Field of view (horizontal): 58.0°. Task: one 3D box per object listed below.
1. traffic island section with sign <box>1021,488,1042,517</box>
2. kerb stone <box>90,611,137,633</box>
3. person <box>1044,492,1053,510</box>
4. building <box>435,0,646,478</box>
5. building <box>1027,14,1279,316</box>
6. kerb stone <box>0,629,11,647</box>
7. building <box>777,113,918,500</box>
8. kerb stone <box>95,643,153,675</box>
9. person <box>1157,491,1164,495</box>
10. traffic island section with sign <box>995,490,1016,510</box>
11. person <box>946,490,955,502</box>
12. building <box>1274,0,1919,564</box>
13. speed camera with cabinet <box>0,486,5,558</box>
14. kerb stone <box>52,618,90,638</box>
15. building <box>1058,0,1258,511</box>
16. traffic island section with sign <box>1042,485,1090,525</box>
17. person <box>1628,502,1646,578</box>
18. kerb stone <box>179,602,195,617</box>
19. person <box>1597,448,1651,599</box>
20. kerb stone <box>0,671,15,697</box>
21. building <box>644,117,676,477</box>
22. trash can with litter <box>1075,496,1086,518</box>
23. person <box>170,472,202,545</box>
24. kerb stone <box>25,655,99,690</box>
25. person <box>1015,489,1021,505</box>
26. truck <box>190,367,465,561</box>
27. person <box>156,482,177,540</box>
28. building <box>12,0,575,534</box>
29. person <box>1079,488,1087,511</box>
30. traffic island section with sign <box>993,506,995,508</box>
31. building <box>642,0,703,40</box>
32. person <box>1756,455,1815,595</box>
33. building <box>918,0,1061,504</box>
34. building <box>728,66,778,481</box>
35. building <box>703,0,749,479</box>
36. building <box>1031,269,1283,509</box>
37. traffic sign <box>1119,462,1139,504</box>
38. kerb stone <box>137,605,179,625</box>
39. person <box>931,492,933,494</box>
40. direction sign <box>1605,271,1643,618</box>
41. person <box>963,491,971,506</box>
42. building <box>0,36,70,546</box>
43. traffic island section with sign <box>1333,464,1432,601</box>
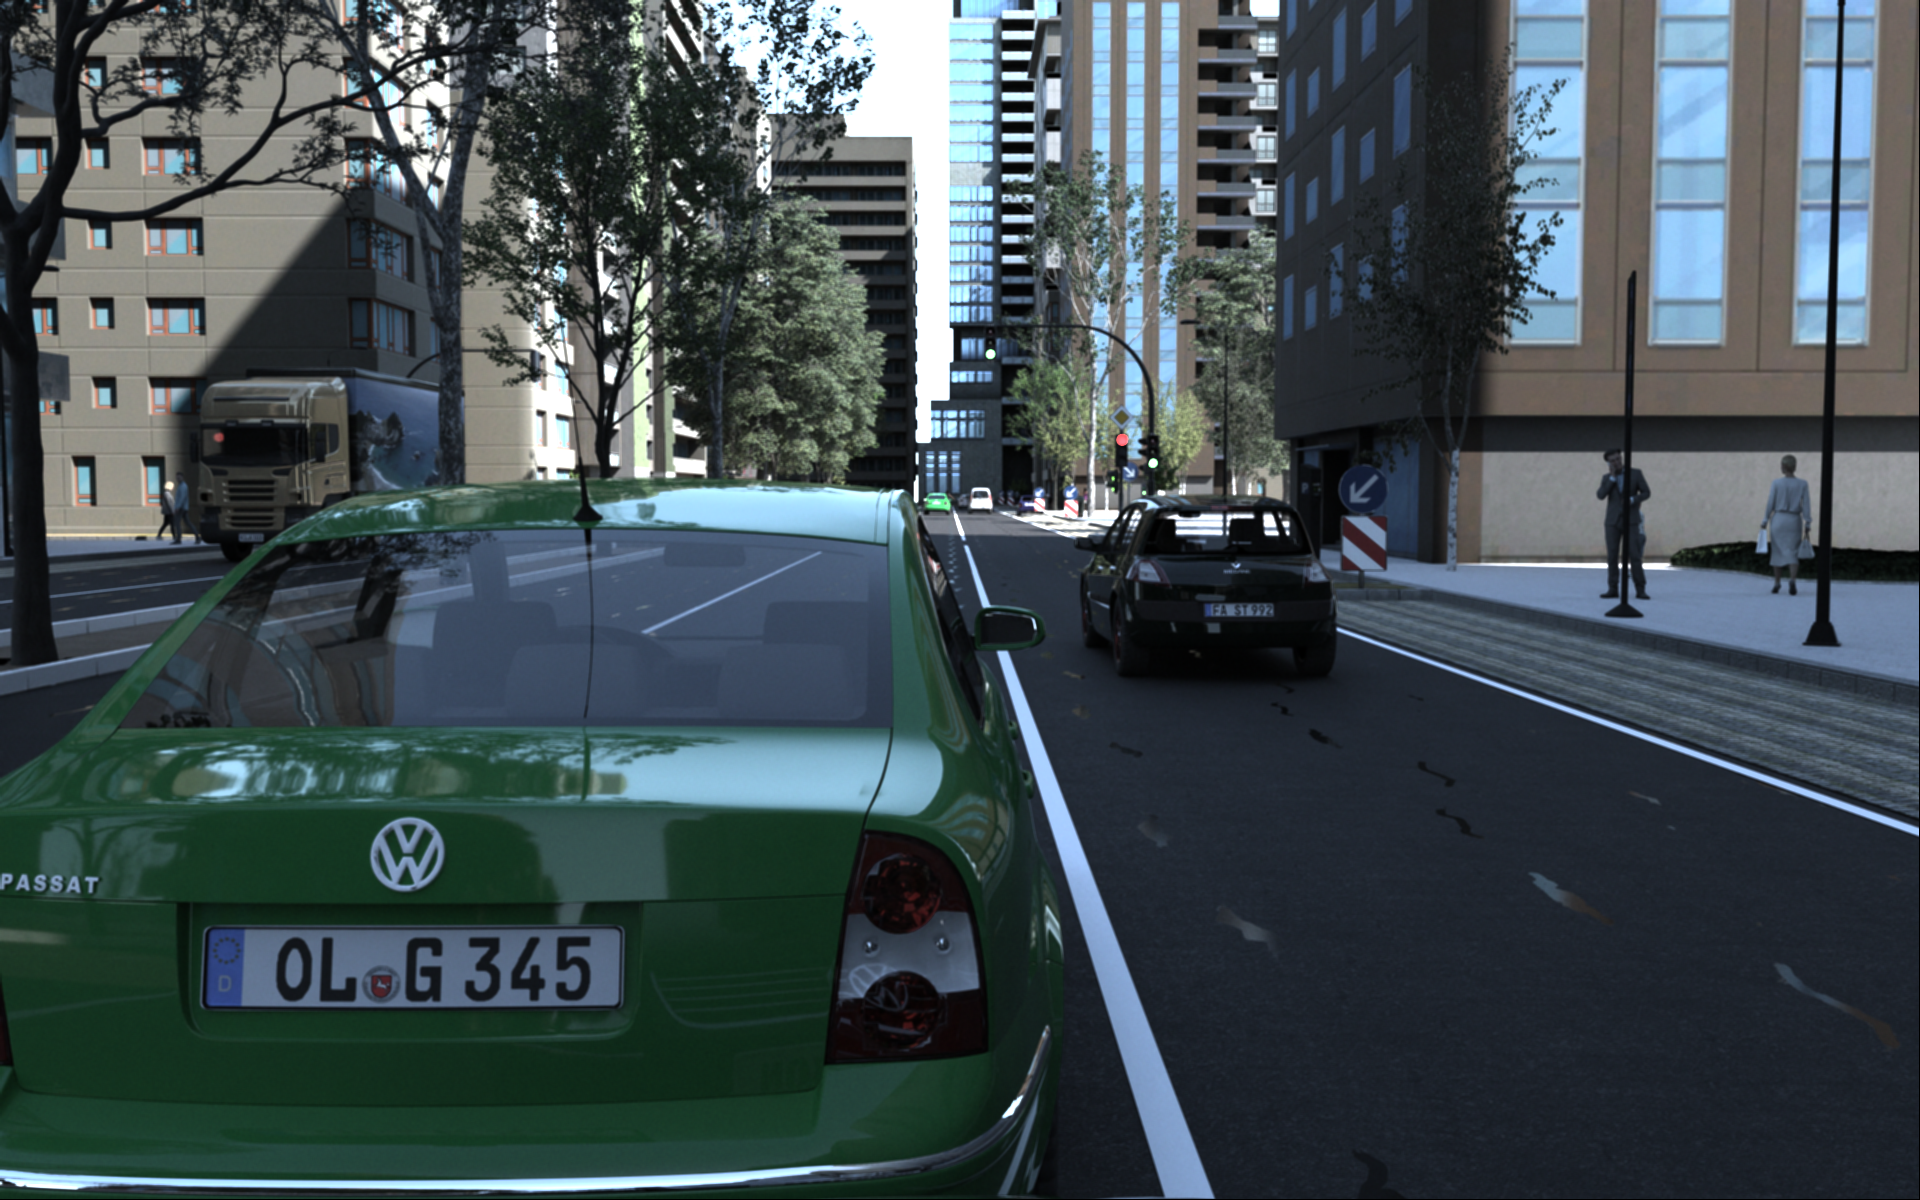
[{"bbox_3d":[4.759,-6.023,107.104,1.989,1.847,2.006,0,4,0],"label":"traffic island section with sign"},{"bbox_3d":[-8.984,0.245,18.231,0.120,0.150,1.000,0,4,0],"label":"kerb stone"},{"bbox_3d":[7.115,-7.975,139.630,0.799,1.438,0.628,0,4,4],"label":"person"},{"bbox_3d":[-26.204,-25.429,99.357,14.154,41.232,14.086,0,4,0],"label":"building"},{"bbox_3d":[22.251,-36.745,190.018,28.713,52.752,27.495,0,4,0],"label":"building"},{"bbox_3d":[-8.975,0.368,16.184,0.120,0.150,1.000,0,4,0],"label":"kerb stone"},{"bbox_3d":[-16.323,-36.693,223.633,21.600,48.544,21.300,0,4,0],"label":"building"},{"bbox_3d":[-6.860,0.492,14.155,0.120,0.150,1.000,0,4,0],"label":"kerb stone"},{"bbox_3d":[8.305,-4.015,72.256,0.480,1.755,0.524,-3,5,-43],"label":"person"},{"bbox_3d":[4.438,-9.051,156.607,1.989,1.847,2.006,0,4,0],"label":"traffic island section with sign"},{"bbox_3d":[-0.955,-7.749,135.921,1.217,1.735,0.721,2,4,24],"label":"person"},{"bbox_3d":[15.181,-23.674,37.173,14.600,45.320,14.200,0,4,0],"label":"building"},{"bbox_3d":[-19.339,-2.396,33.504,0.660,3.252,2.038,0,4,-2],"label":"speed camera with cabinet"},{"bbox_3d":[-8.985,0.305,17.208,0.120,0.150,1.000,0,4,0],"label":"kerb stone"},{"bbox_3d":[15.396,-29.903,139.022,14.600,45.320,14.200,0,4,0],"label":"building"},{"bbox_3d":[4.945,-4.344,79.650,1.989,1.847,2.006,0,4,0],"label":"traffic island section with sign"},{"bbox_3d":[10.298,-0.961,26.445,0.332,1.250,0.352,1,4,9],"label":"person"},{"bbox_3d":[-9.003,0.118,20.279,0.120,0.150,1.000,0,4,0],"label":"kerb stone"},{"bbox_3d":[8.143,-0.941,21.239,0.655,1.846,0.447,2,4,30],"label":"person"},{"bbox_3d":[-6.848,0.617,12.109,0.120,0.150,1.000,0,4,0],"label":"kerb stone"},{"bbox_3d":[-28.229,-21.408,121.728,14.160,30.474,14.107,0,4,0],"label":"building"},{"bbox_3d":[6.513,-5.031,93.638,0.624,1.170,1.055,0,4,5],"label":"trash can with litter"},{"bbox_3d":[-19.696,-2.329,43.983,0.748,1.841,0.638,0,4,-7],"label":"person"},{"bbox_3d":[-6.856,0.554,13.133,0.120,0.150,1.000,0,4,0],"label":"kerb stone"},{"bbox_3d":[6.228,-11.076,187.120,0.705,1.826,1.348,-2,4,-26],"label":"person"},{"bbox_3d":[-14.531,-3.165,40.654,2.839,4.237,11.283,0,4,1],"label":"truck"},{"bbox_3d":[-23.810,-2.653,52.064,0.728,1.800,0.709,-2,4,-28],"label":"person"},{"bbox_3d":[-32.397,-13.694,68.942,27.650,21.520,28.899,0,4,0],"label":"building"},{"bbox_3d":[9.576,-7.670,132.126,1.217,1.739,0.721,1,4,18],"label":"person"},{"bbox_3d":[4.259,-10.699,183.562,1.989,1.847,2.006,0,4,0],"label":"traffic island section with sign"},{"bbox_3d":[-32.807,-31.588,140.163,21.300,48.544,21.600,0,4,0],"label":"building"},{"bbox_3d":[10.527,-0.961,22.114,0.694,1.780,0.624,2,4,33],"label":"person"},{"bbox_3d":[10.183,-55.681,223.056,31.000,86.520,22.319,0,4,0],"label":"building"},{"bbox_3d":[-32.654,-34.870,193.823,21.600,48.544,21.300,0,4,0],"label":"building"},{"bbox_3d":[-33.291,-33.429,166.165,23.786,49.044,30.456,0,4,0],"label":"building"},{"bbox_3d":[21.206,-19.365,161.655,27.650,21.520,28.899,0,4,0],"label":"building"},{"bbox_3d":[6.692,-4.190,68.611,0.768,2.556,0.104,0,4,3],"label":"traffic sign"},{"bbox_3d":[-8.995,0.180,19.257,0.120,0.150,1.000,0,4,0],"label":"kerb stone"},{"bbox_3d":[-3.172,-11.504,197.304,1.217,1.736,0.721,-1,4,-21],"label":"person"},{"bbox_3d":[6.959,-1.593,18.044,0.379,3.537,0.876,1,4,18],"label":"direction sign"},{"bbox_3d":[0.869,-8.871,154.266,1.217,1.736,0.721,0,4,-6],"label":"person"},{"bbox_3d":[-36.002,-25.241,32.293,30.456,49.044,23.786,0,4,0],"label":"building"},{"bbox_3d":[5.309,-0.943,24.044,1.989,1.847,2.006,0,4,0],"label":"traffic island section with sign"}]
